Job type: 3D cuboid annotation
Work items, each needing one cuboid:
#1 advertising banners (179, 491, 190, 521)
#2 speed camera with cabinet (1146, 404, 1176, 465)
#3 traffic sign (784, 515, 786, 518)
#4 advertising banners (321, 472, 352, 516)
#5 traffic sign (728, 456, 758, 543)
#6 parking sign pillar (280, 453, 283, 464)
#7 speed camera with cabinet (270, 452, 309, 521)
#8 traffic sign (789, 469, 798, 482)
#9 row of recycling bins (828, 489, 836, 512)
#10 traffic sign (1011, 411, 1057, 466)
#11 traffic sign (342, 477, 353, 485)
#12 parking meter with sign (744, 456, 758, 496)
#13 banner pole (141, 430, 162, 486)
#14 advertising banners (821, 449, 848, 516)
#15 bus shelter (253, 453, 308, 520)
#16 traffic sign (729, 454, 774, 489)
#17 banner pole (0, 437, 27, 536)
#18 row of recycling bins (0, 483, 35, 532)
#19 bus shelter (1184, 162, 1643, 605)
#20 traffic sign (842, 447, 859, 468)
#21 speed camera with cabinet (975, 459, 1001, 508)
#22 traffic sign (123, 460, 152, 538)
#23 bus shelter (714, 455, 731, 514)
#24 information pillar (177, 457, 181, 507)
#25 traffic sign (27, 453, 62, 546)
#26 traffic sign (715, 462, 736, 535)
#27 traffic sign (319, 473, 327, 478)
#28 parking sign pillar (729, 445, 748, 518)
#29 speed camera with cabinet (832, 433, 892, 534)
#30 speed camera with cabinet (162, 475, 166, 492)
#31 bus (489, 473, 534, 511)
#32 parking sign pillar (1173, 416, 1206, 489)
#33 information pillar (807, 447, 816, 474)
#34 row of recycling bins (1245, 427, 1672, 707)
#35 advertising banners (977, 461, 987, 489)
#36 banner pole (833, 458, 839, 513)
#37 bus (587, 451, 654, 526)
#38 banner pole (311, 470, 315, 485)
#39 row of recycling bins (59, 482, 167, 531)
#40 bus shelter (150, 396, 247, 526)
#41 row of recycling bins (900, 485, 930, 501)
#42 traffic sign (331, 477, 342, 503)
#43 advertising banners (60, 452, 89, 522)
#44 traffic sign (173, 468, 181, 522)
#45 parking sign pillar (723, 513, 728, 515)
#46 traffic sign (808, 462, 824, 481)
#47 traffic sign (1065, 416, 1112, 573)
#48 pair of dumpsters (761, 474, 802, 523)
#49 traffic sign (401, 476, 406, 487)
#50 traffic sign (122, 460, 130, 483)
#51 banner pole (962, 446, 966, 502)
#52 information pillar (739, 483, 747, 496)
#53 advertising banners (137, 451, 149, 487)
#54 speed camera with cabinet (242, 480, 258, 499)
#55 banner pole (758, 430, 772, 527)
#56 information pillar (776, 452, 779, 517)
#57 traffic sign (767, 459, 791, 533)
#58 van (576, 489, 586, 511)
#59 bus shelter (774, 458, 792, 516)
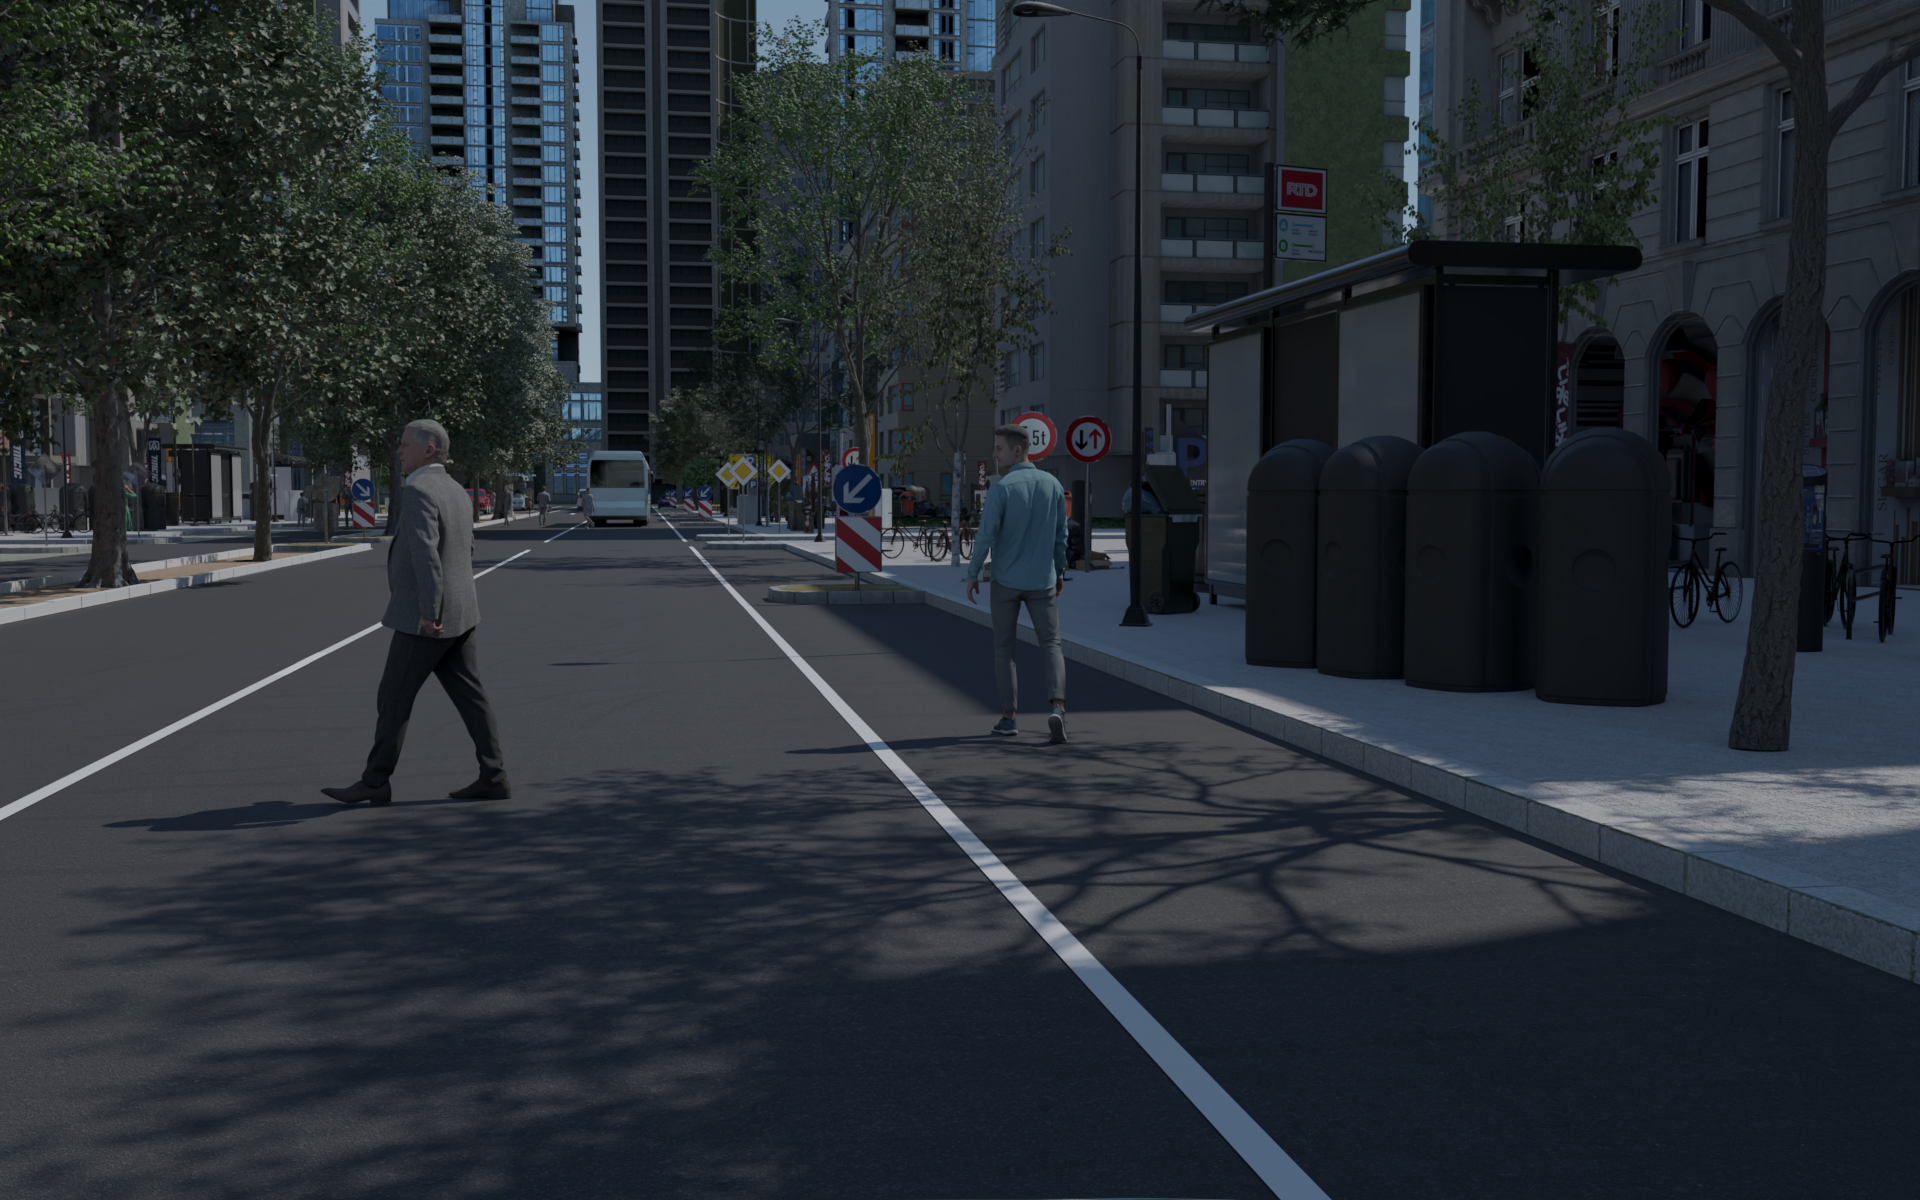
[{"bbox_3d":[-35.972,-5.257,82.136,2.074,3.025,0.090,-1,4,-17],"label":"advertising banners"},{"bbox_3d":[4.435,-2.729,38.951,0.660,3.252,2.038,0,4,2],"label":"speed camera with cabinet"},{"bbox_3d":[-9.564,-5.653,94.562,0.606,2.300,0.079,-1,4,-9],"label":"traffic sign"},{"bbox_3d":[-36.559,-6.429,101.297,2.074,3.025,0.090,-1,4,-9],"label":"advertising banners"},{"bbox_3d":[-5.724,-2.576,45.752,0.795,2.450,0.064,-1,4,-10],"label":"traffic sign"},{"bbox_3d":[-44.994,-7.657,113.660,1.447,3.967,1.447,1,4,8],"label":"parking sign pillar"},{"bbox_3d":[-32.363,-5.426,83.047,0.660,3.252,2.038,3,5,42],"label":"speed camera with cabinet"},{"bbox_3d":[-8.570,-5.350,87.580,0.768,2.556,0.104,-1,4,-10],"label":"traffic sign"},{"bbox_3d":[-7.944,-7.318,126.762,3.534,1.692,1.069,-2,4,-25],"label":"row of recycling bins"},{"bbox_3d":[1.113,-1.633,26.803,0.768,2.556,0.104,0,4,-1],"label":"traffic sign"},{"bbox_3d":[-42.002,-7.254,118.710,0.768,2.556,0.104,0,4,-2],"label":"traffic sign"},{"bbox_3d":[-9.478,-5.055,78.912,0.543,3.016,1.738,-1,4,-12],"label":"parking meter with sign"},{"bbox_3d":[-31.502,-4.734,67.419,0.863,3.779,0.401,-2,4,-32],"label":"banner pole"},{"bbox_3d":[-4.574,-4.397,68.074,2.074,3.025,0.090,-3,4,-36],"label":"advertising banners"},{"bbox_3d":[-34.256,-5.759,88.081,2.014,3.302,5.546,-1,4,-10],"label":"bus shelter"},{"bbox_3d":[-10.527,-5.724,87.453,2.265,3.308,0.079,0,4,-5],"label":"traffic sign"},{"bbox_3d":[-29.036,-3.857,53.077,0.401,3.779,0.863,3,5,42],"label":"banner pole"},{"bbox_3d":[-33.114,-3.165,58.854,1.069,1.692,3.534,1,4,20],"label":"row of recycling bins"},{"bbox_3d":[3.944,-2.513,18.720,2.179,5.291,8.768,-1,4,-10],"label":"bus shelter"},{"bbox_3d":[-2.833,-2.876,47.133,0.768,2.556,0.104,0,4,-3],"label":"traffic sign"},{"bbox_3d":[1.367,-5.560,85.235,0.660,3.252,2.038,-1,4,-22],"label":"speed camera with cabinet"},{"bbox_3d":[-23.987,-2.868,50.540,0.795,2.450,0.064,-1,4,-10],"label":"traffic sign"},{"bbox_3d":[-14.420,-7.176,108.617,1.731,3.624,6.357,-1,4,-10],"label":"bus shelter"},{"bbox_3d":[-40.549,-6.058,90.410,0.504,3.616,0.183,-2,4,-29],"label":"information pillar"},{"bbox_3d":[-22.540,-2.388,42.687,0.795,2.450,0.064,-1,4,-10],"label":"traffic sign"},{"bbox_3d":[-7.171,-3.056,53.606,0.795,2.450,0.064,-1,4,-10],"label":"traffic sign"},{"bbox_3d":[-37.931,-6.312,103.314,0.768,2.556,0.104,0,4,-2],"label":"traffic sign"},{"bbox_3d":[-11.562,-6.503,94.794,1.447,3.967,1.447,1,4,19],"label":"parking sign pillar"},{"bbox_3d":[-3.183,-3.779,56.117,2.038,3.252,0.660,2,4,34],"label":"speed camera with cabinet"},{"bbox_3d":[-38.878,-5.405,82.703,0.660,3.252,2.038,3,4,39],"label":"speed camera with cabinet"},{"bbox_3d":[-38.276,-9.391,148.395,2.948,3.499,13.247,-1,4,-10],"label":"bus"},{"bbox_3d":[8.017,-4.361,59.775,1.447,3.967,1.447,-1,4,-11],"label":"parking sign pillar"},{"bbox_3d":[-7.471,-5.841,86.855,0.504,3.616,0.183,2,4,25],"label":"information pillar"},{"bbox_3d":[3.264,-0.293,11.908,1.069,1.692,3.534,-2,4,-32],"label":"row of recycling bins"},{"bbox_3d":[1.901,-5.788,90.819,2.074,3.025,0.090,0,4,-1],"label":"advertising banners"},{"bbox_3d":[-8.567,-7.936,119.765,0.401,3.779,0.863,-2,4,-35],"label":"banner pole"},{"bbox_3d":[-15.770,-5.247,80.644,2.948,3.499,13.247,-1,4,-10],"label":"bus"},{"bbox_3d":[-38.297,-6.886,102.603,0.401,3.779,0.863,0,4,-5],"label":"banner pole"},{"bbox_3d":[-30.113,-3.337,61.668,1.069,1.692,3.534,3,5,44],"label":"row of recycling bins"},{"bbox_3d":[-32.307,-5.854,73.343,2.179,5.291,8.768,-1,4,-10],"label":"bus shelter"},{"bbox_3d":[-2.210,-5.263,93.160,1.069,1.692,3.534,1,4,9],"label":"row of recycling bins"},{"bbox_3d":[-36.420,-6.059,101.188,0.606,2.300,0.079,0,4,-8],"label":"traffic sign"},{"bbox_3d":[-37.361,-4.736,73.622,0.090,3.025,2.074,1,4,19],"label":"advertising banners"},{"bbox_3d":[-34.577,-4.614,76.627,0.795,2.450,0.064,0,4,-1],"label":"traffic sign"},{"bbox_3d":[-13.342,-6.976,102.524,1.447,3.967,1.447,-1,4,-16],"label":"parking sign pillar"},{"bbox_3d":[-5.934,-4.317,70.589,0.884,2.594,0.081,-1,4,-9],"label":"traffic sign"},{"bbox_3d":[2.084,-1.723,28.272,0.768,2.556,0.104,0,4,-5],"label":"traffic sign"},{"bbox_3d":[-8.092,-4.664,78.751,1.574,2.255,4.437,-1,4,-10],"label":"pair of dumpsters"},{"bbox_3d":[-39.462,-7.468,122.203,0.768,2.556,0.104,-1,4,-8],"label":"traffic sign"},{"bbox_3d":[-31.873,-4.053,66.266,0.884,2.594,0.081,-1,4,-10],"label":"traffic sign"},{"bbox_3d":[0.203,-5.982,87.828,0.401,3.779,0.863,-1,4,-13],"label":"banner pole"},{"bbox_3d":[-10.164,-4.692,81.211,0.304,2.012,0.304,3,5,44],"label":"information pillar"},{"bbox_3d":[-34.217,-4.570,70.900,2.074,3.025,0.090,-1,4,-18],"label":"advertising banners"},{"bbox_3d":[-44.771,-7.080,110.092,2.038,3.252,0.660,1,4,20],"label":"speed camera with cabinet"},{"bbox_3d":[-7.693,-4.760,67.845,0.401,3.779,0.863,-3,4,-38],"label":"banner pole"},{"bbox_3d":[-10.074,-6.368,95.479,0.183,3.616,0.504,-1,4,-17],"label":"information pillar"},{"bbox_3d":[-5.943,-3.410,56.939,0.795,2.450,0.064,0,4,-6],"label":"traffic sign"},{"bbox_3d":[-32.392,-8.783,150.617,2.013,2.044,4.112,-1,4,-9],"label":"van"},{"bbox_3d":[-10.542,-6.447,99.324,2.014,3.302,5.546,-1,4,-10],"label":"bus shelter"}]
